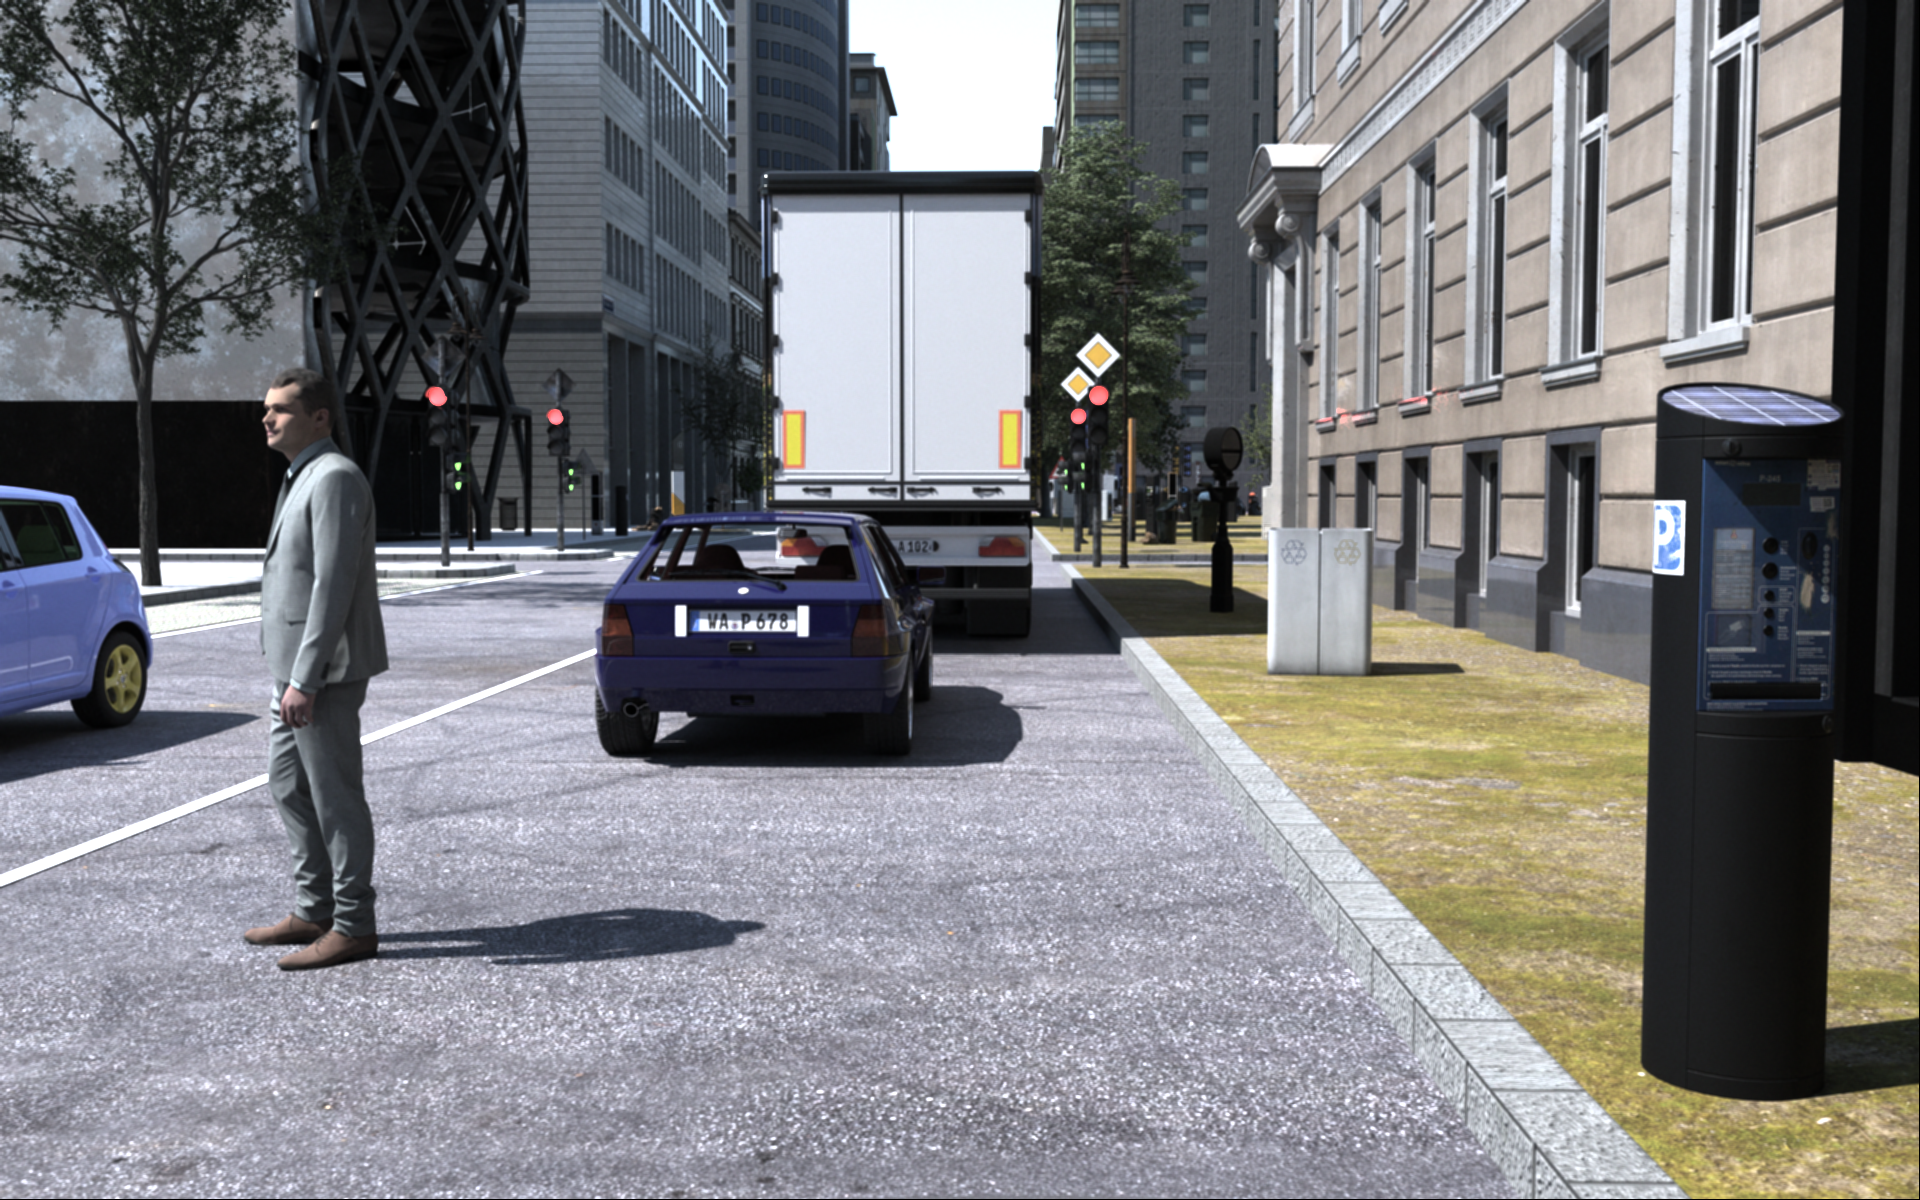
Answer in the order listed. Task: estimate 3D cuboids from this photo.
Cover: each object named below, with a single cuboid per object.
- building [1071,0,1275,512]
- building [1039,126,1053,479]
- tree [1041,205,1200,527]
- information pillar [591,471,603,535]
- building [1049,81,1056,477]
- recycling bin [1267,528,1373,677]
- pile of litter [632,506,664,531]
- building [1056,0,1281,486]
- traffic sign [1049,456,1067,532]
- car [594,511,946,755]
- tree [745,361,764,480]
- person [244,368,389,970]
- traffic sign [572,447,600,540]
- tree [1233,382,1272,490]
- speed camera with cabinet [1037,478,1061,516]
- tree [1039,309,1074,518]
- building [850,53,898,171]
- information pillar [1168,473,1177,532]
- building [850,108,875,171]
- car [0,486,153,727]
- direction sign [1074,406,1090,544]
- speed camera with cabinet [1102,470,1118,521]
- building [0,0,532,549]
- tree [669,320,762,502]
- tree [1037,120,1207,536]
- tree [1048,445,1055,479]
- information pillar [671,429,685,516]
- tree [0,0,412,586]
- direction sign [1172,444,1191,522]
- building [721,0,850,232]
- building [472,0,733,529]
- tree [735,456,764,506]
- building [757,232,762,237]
[{"bbox_3d":[15.143,-27.170,127.823,14.154,41.232,14.086,0,4,1],"label":"building"},{"bbox_3d":[20.728,-36.319,217.509,21.300,48.544,21.600,0,4,1],"label":"building"},{"bbox_3d":[4.769,-9.166,66.873,9.611,12.733,9.660,0,3,0],"label":"tree"},{"bbox_3d":[-11.360,-3.041,54.210,0.304,2.012,0.304,0,4,6],"label":"information pillar"},{"bbox_3d":[20.558,-33.740,171.253,23.786,49.044,30.456,0,4,1],"label":"building"},{"bbox_3d":[2.603,0.001,12.542,0.722,1.027,0.722,1,4,11],"label":"recycling bin"},{"bbox_3d":[-10.813,-2.858,60.689,1.176,0.858,1.719,-2,4,-33],"label":"pile of litter"},{"bbox_3d":[19.006,-31.903,145.320,21.300,48.544,21.600,0,4,1],"label":"building"},{"bbox_3d":[3.461,-3.606,58.955,0.884,2.594,0.081,1,4,9],"label":"traffic sign"},{"bbox_3d":[-1.080,0.105,10.871,1.945,1.354,3.894,0,4,2],"label":"car"},{"bbox_3d":[-9.687,-8.647,91.743,4.737,8.622,4.395,0,3,0],"label":"tree"},{"bbox_3d":[-1.965,0.200,5.325,0.391,1.810,0.635,-2,4,-32],"label":"person"},{"bbox_3d":[-10.497,-2.956,48.331,0.884,2.594,0.081,0,4,2],"label":"traffic sign"},{"bbox_3d":[19.697,-9.773,110.154,4.737,8.622,4.395,0,3,0],"label":"tree"},{"bbox_3d":[5.241,-6.558,101.556,0.660,3.252,2.038,-2,4,-26],"label":"speed camera with cabinet"},{"bbox_3d":[4.669,-11.458,93.990,9.857,13.997,8.962,0,3,0],"label":"tree"},{"bbox_3d":[-22.582,-38.121,212.523,28.713,52.752,27.495,0,4,1],"label":"building"},{"bbox_3d":[7.282,-3.356,59.355,0.304,2.012,0.304,0,4,6],"label":"information pillar"},{"bbox_3d":[-16.200,-30.283,178.718,14.154,41.232,14.086,0,4,1],"label":"building"},{"bbox_3d":[-6.040,0.010,9.422,1.945,1.707,3.694,0,4,3],"label":"car"},{"bbox_3d":[3.153,-3.231,44.830,0.379,3.537,0.876,-1,4,-23],"label":"direction sign"},{"bbox_3d":[6.993,-5.381,82.311,0.660,3.252,2.038,1,4,19],"label":"speed camera with cabinet"},{"bbox_3d":[-21.065,-11.071,48.455,16.820,18.784,16.811,0,4,1],"label":"building"},{"bbox_3d":[-10.074,-7.482,72.695,4.360,8.622,3.978,0,3,0],"label":"tree"},{"bbox_3d":[3.922,-8.256,53.112,7.486,12.596,7.792,0,3,0],"label":"tree"},{"bbox_3d":[5.677,-11.820,143.617,4.737,8.622,4.395,0,3,0],"label":"tree"},{"bbox_3d":[-10.191,-4.362,62.670,0.504,3.616,0.183,-3,5,-40],"label":"information pillar"},{"bbox_3d":[-11.428,-5.451,23.542,8.767,10.594,7.601,1,4,20],"label":"tree"},{"bbox_3d":[10.003,-5.276,78.253,0.876,3.537,0.379,1,4,23],"label":"direction sign"},{"bbox_3d":[-21.663,-37.628,157.209,21.231,58.520,28.212,0,4,1],"label":"building"},{"bbox_3d":[-18.088,-18.359,77.668,11.434,29.767,29.804,0,4,1],"label":"building"},{"bbox_3d":[-10.457,-5.643,86.858,1.663,3.219,1.824,0,3,0],"label":"tree"},{"bbox_3d":[-24.828,-17.381,129.220,27.650,21.520,28.899,0,4,1],"label":"building"}]
